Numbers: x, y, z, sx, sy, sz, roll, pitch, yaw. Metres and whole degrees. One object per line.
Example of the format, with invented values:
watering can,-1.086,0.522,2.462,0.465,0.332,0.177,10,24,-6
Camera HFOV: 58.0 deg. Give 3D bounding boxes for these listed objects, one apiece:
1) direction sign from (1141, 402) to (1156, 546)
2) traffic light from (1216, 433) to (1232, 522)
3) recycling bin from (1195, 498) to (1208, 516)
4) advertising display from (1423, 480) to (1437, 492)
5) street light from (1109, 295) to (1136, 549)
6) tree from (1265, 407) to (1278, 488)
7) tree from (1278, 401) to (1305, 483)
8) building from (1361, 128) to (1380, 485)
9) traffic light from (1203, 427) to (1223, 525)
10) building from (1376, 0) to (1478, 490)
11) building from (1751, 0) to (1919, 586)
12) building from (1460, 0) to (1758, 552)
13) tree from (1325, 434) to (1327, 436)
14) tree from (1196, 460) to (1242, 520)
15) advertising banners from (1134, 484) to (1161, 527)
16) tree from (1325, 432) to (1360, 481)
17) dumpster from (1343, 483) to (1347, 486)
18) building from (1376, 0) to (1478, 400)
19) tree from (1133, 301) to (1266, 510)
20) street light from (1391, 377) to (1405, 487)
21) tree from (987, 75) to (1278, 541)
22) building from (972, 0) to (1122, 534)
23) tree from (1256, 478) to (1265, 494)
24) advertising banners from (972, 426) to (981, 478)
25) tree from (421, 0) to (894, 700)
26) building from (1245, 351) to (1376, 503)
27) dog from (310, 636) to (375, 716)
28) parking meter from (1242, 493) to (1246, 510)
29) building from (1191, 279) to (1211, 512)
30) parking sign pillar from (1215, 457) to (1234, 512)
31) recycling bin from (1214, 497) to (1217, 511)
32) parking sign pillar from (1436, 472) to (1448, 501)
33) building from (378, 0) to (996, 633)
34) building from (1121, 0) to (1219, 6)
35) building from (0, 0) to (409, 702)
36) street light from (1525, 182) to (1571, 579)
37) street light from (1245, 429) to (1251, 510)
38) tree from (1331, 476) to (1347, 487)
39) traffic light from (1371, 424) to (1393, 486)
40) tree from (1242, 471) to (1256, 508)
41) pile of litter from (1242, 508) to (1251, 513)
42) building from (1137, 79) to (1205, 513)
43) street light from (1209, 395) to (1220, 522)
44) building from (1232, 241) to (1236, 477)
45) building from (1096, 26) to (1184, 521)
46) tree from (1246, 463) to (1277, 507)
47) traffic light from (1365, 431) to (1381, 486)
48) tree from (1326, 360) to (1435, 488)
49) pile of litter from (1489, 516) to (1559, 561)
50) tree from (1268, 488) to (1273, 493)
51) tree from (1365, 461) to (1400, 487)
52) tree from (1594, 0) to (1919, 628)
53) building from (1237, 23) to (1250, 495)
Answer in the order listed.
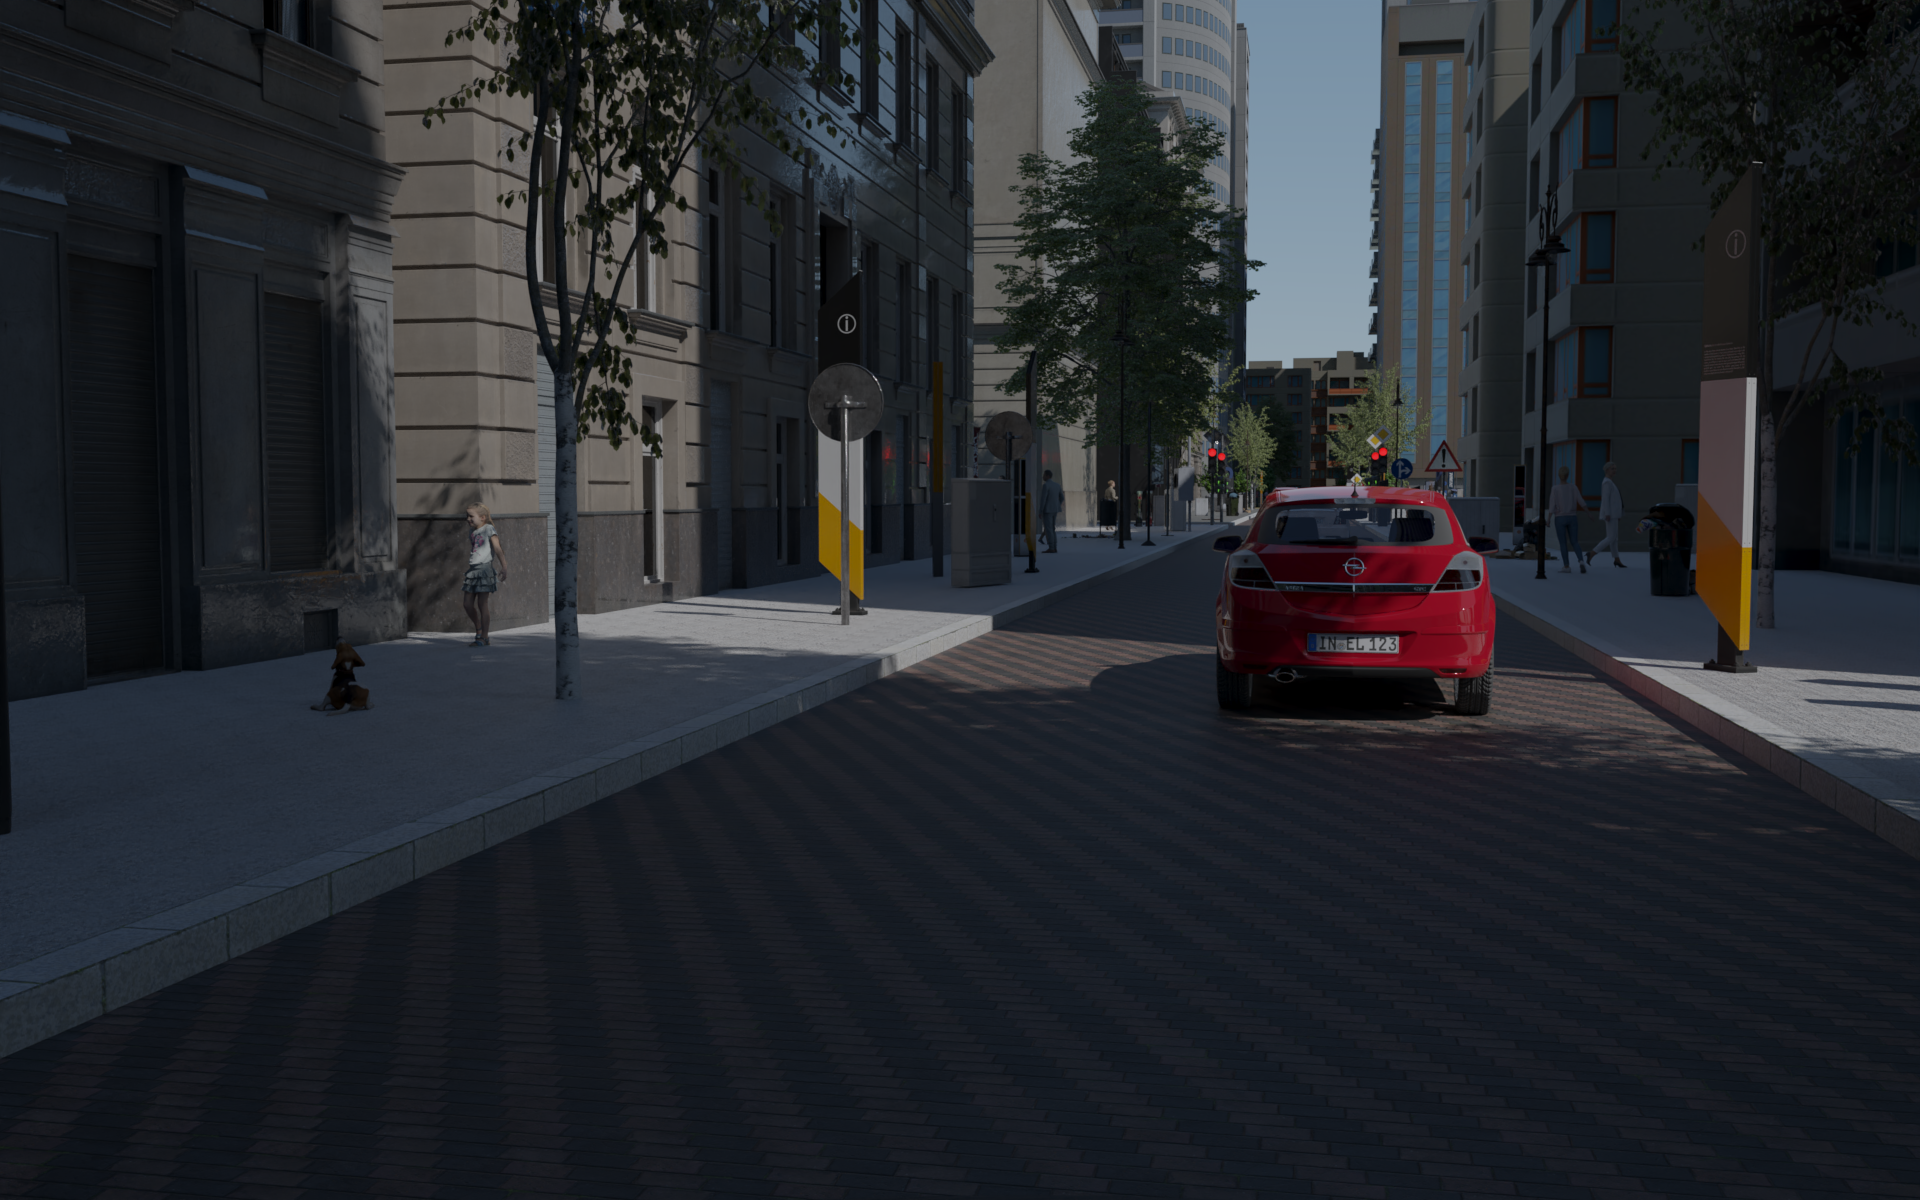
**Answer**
direction sign,4.684,-3.114,42.913,0.379,3.537,0.876,0,4,3
traffic light,11.965,-5.511,79.029,0.839,4.253,0.868,1,4,11
recycling bin,14.237,-5.482,102.184,0.722,1.027,0.722,0,4,4
advertising display,22.427,-4.726,82.476,0.123,1.923,0.974,-1,4,-12
street light,3.783,-4.138,40.439,0.468,5.910,1.993,1,4,11
tree,23.113,-11.450,137.568,4.737,8.622,4.395,0,3,0
tree,35.587,-17.121,198.060,7.486,12.596,7.792,0,3,0
building,59.902,-35.777,204.560,23.786,49.044,30.456,1,4,11
traffic light,10.395,-5.032,71.199,0.839,4.253,0.868,1,4,11
building,45.116,-30.952,156.181,14.600,45.320,14.200,1,4,11
building,21.978,-24.008,16.229,21.300,48.544,21.600,1,4,11
building,29.863,-12.495,49.325,27.650,21.520,28.899,1,4,11
tree,24.239,-9.220,101.117,4.737,8.622,4.395,0,3,0
tree,12.576,-5.572,85.702,1.663,3.219,1.824,0,3,0
advertising banners,7.454,-4.415,68.377,0.090,3.025,2.074,3,4,37
tree,44.932,-15.499,203.776,4.360,8.622,3.978,0,3,0
dumpster,33.206,-8.893,147.900,1.502,2.255,1.985,1,4,11
building,53.251,-38.761,175.740,21.231,58.520,28.212,1,4,11
tree,8.087,-6.959,64.145,4.737,8.622,4.395,0,3,0
street light,17.318,-5.863,68.641,0.468,5.910,1.993,1,4,11
tree,4.543,-7.948,48.084,7.486,12.596,7.792,0,3,0
building,-9.919,-14.121,64.162,30.059,22.955,16.112,1,4,11
tree,27.823,-10.468,165.756,1.663,3.219,1.824,0,3,0
advertising banners,0.038,-2.934,44.161,0.090,3.025,2.074,2,4,29
tree,-2.236,-3.691,10.704,4.360,8.622,3.978,0,3,0
building,56.173,-24.750,249.700,28.899,21.520,27.650,1,4,11
dog,-3.761,0.449,10.389,0.550,0.427,0.748,1,4,16
parking meter,22.159,-7.892,134.744,0.399,1.863,0.255,3,4,37
building,13.244,-16.317,131.414,10.561,19.102,19.286,1,4,11
parking sign pillar,19.027,-8.293,124.059,1.447,3.967,1.447,-3,4,-38
recycling bin,19.763,-7.312,132.104,0.722,1.027,0.722,-2,4,-29
parking sign pillar,32.347,-7.818,116.296,1.447,3.967,1.447,0,4,0
building,-7.525,-14.117,28.082,12.463,27.353,25.104,1,4,11
building,15.533,-38.319,168.509,21.231,58.520,28.212,1,4,11
building,-11.256,-9.651,6.946,9.793,20.994,18.267,1,4,11
street light,8.789,-3.256,26.025,0.468,5.910,1.993,1,4,11
street light,20.473,-9.214,123.437,0.468,5.910,1.993,1,4,11
tree,43.592,-12.351,196.545,1.663,3.219,1.824,0,3,0
traffic light,17.028,-4.952,69.890,0.839,4.253,0.868,1,4,11
tree,20.520,-8.119,127.346,1.663,3.219,1.824,0,3,0
pile of litter,19.566,-6.473,119.796,1.176,0.858,1.719,0,4,8
building,7.916,-19.750,110.300,14.401,28.519,23.554,1,4,11
street light,11.610,-6.518,79.350,0.468,5.910,1.993,1,4,11
building,22.704,-25.552,189.472,14.160,30.474,14.107,1,4,11
building,4.972,-15.983,90.999,12.332,23.373,15.834,1,4,11
tree,30.529,-11.720,175.341,4.285,4.588,4.351,0,3,0
traffic light,18.598,-5.431,77.720,0.839,4.253,0.868,1,4,11
tree,23.623,-8.862,95.261,4.737,8.622,4.395,0,3,0
pile of litter,11.151,-1.239,34.218,1.176,0.858,1.719,0,4,-1
tree,35.825,-12.799,203.863,1.663,3.219,1.824,0,3,0
tree,21.241,-5.632,86.684,1.663,3.219,1.824,0,3,0
tree,7.845,-4.023,16.144,4.360,8.622,3.978,0,3,0
building,21.577,-41.260,216.594,28.212,58.520,21.231,1,4,11
